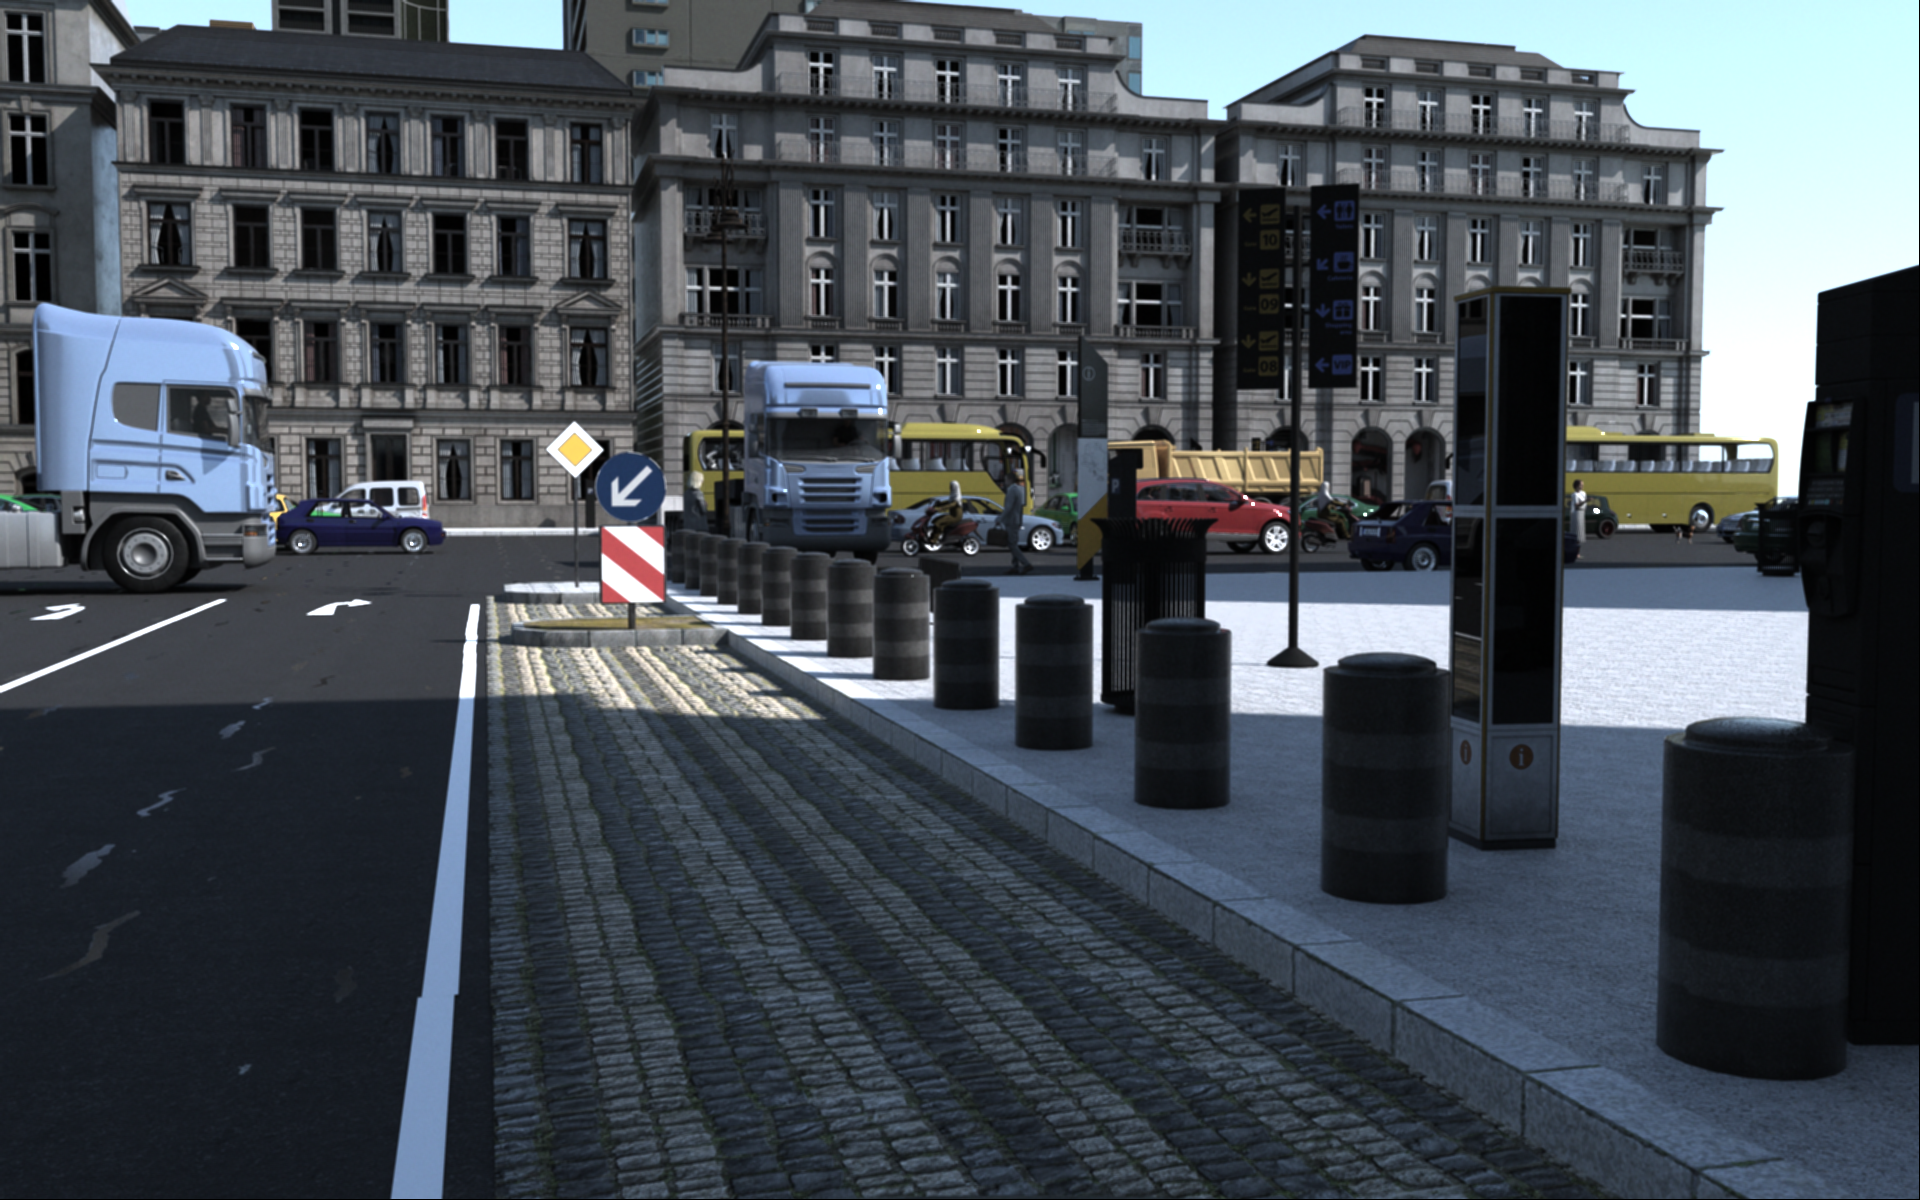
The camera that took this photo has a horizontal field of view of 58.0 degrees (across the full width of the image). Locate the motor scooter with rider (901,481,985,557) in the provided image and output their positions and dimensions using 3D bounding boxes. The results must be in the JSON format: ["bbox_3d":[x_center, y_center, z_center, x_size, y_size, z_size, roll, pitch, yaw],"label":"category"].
[{"bbox_3d":[-0.399,-1.885,39.777,1.986,1.779,0.876,-1,4,-13],"label":"motor scooter with rider"}]

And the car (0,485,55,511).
[{"bbox_3d":[-22.211,-1.814,38.458,4.718,1.807,1.959,-1,4,-16],"label":"car"}]

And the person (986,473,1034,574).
[{"bbox_3d":[0.921,-1.370,31.026,0.853,1.813,0.709,1,4,10],"label":"person"}]

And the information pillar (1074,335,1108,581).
[{"bbox_3d":[1.956,-2.101,25.701,0.504,3.616,0.183,-2,4,-27],"label":"information pillar"}]

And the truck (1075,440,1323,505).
[{"bbox_3d":[8.282,-4.120,63.283,9.791,3.379,3.469,-1,4,-15],"label":"truck"}]

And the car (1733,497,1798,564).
[{"bbox_3d":[18.085,-1.419,35.005,4.920,1.459,2.131,-1,4,-15],"label":"car"}]

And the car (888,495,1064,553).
[{"bbox_3d":[0.365,-1.907,43.188,4.499,1.417,2.014,-1,4,-14],"label":"car"}]

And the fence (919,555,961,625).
[{"bbox_3d":[-0.200,-0.041,16.039,0.278,0.683,2.069,-1,4,-11],"label":"fence"}]

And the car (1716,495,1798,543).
[{"bbox_3d":[24.317,-2.356,50.516,4.499,1.417,2.014,-1,4,-15],"label":"car"}]

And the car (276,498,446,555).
[{"bbox_3d":[-14.405,-1.782,41.712,3.894,1.354,1.945,-1,4,-17],"label":"car"}]

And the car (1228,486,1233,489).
[{"bbox_3d":[7.099,-3.077,58.979,5.304,1.827,2.281,-1,4,-15],"label":"car"}]

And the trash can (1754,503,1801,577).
[{"bbox_3d":[12.818,-0.944,27.091,0.748,1.137,0.748,0,3,0],"label":"trash can"}]

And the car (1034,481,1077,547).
[{"bbox_3d":[3.483,-2.401,48.048,1.959,1.807,4.718,-1,4,-17],"label":"car"}]

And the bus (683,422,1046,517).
[{"bbox_3d":[-3.296,-4.178,59.863,12.252,3.916,2.896,-1,4,-14],"label":"bus"}]

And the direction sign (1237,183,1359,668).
[{"bbox_3d":[2.492,-1.276,12.858,0.876,3.537,0.379,1,4,17],"label":"direction sign"}]

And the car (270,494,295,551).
[{"bbox_3d":[-17.849,-2.090,44.396,2.015,1.641,3.980,-1,4,-16],"label":"car"}]

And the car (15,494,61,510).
[{"bbox_3d":[-23.775,-2.080,45.812,4.920,1.459,2.131,-1,4,-14],"label":"car"}]

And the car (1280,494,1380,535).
[{"bbox_3d":[11.759,-2.816,57.847,4.920,1.459,2.131,-1,4,-15],"label":"car"}]

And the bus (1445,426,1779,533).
[{"bbox_3d":[24.046,-4.410,63.646,12.252,3.916,2.896,-1,4,-15],"label":"bus"}]

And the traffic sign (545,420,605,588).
[{"bbox_3d":[-5.262,-1.228,23.712,0.795,2.450,0.064,-1,4,-15],"label":"traffic sign"}]

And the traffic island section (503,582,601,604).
[{"bbox_3d":[-5.241,-0.093,23.796,2.009,0.180,2.903,-1,4,-15],"label":"traffic island section"}]

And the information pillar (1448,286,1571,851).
[{"bbox_3d":[1.995,-0.112,6.327,0.304,2.012,0.304,-1,4,-9],"label":"information pillar"}]

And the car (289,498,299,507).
[{"bbox_3d":[-19.723,-2.486,49.436,4.718,1.807,1.959,-1,4,-15],"label":"car"}]

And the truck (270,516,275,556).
[{"bbox_3d":[-23.949,-2.754,34.782,18.799,4.110,2.967,-1,4,-15],"label":"truck"}]

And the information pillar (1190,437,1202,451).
[{"bbox_3d":[9.669,-4.877,71.087,0.504,3.616,0.183,1,4,16],"label":"information pillar"}]

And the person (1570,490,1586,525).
[{"bbox_3d":[19.041,-2.727,53.312,0.478,1.798,0.641,1,4,12],"label":"person"}]

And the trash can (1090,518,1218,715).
[{"bbox_3d":[1.137,0.090,10.183,0.748,1.137,0.748,0,3,0],"label":"trash can"}]

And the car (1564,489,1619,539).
[{"bbox_3d":[19.194,-2.819,55.882,4.222,1.686,2.009,-1,4,-17],"label":"car"}]

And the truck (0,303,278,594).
[{"bbox_3d":[-18.717,-2.072,23.643,18.799,4.110,2.967,-1,4,-17],"label":"truck"}]

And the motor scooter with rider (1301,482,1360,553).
[{"bbox_3d":[9.197,-2.043,42.366,1.986,1.779,0.876,-1,4,-13],"label":"motor scooter with rider"}]

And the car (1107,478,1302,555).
[{"bbox_3d":[5.632,-2.001,41.396,5.304,1.827,2.281,-1,4,-17],"label":"car"}]

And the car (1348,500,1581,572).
[{"bbox_3d":[8.989,-1.119,30.877,3.894,1.354,1.945,-1,4,-16],"label":"car"}]

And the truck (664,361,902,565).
[{"bbox_3d":[-4.785,-3.130,40.927,2.967,4.110,18.799,-1,4,-16],"label":"truck"}]

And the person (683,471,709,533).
[{"bbox_3d":[-4.250,-1.187,28.090,0.526,1.800,0.537,-3,4,-36],"label":"person"}]
